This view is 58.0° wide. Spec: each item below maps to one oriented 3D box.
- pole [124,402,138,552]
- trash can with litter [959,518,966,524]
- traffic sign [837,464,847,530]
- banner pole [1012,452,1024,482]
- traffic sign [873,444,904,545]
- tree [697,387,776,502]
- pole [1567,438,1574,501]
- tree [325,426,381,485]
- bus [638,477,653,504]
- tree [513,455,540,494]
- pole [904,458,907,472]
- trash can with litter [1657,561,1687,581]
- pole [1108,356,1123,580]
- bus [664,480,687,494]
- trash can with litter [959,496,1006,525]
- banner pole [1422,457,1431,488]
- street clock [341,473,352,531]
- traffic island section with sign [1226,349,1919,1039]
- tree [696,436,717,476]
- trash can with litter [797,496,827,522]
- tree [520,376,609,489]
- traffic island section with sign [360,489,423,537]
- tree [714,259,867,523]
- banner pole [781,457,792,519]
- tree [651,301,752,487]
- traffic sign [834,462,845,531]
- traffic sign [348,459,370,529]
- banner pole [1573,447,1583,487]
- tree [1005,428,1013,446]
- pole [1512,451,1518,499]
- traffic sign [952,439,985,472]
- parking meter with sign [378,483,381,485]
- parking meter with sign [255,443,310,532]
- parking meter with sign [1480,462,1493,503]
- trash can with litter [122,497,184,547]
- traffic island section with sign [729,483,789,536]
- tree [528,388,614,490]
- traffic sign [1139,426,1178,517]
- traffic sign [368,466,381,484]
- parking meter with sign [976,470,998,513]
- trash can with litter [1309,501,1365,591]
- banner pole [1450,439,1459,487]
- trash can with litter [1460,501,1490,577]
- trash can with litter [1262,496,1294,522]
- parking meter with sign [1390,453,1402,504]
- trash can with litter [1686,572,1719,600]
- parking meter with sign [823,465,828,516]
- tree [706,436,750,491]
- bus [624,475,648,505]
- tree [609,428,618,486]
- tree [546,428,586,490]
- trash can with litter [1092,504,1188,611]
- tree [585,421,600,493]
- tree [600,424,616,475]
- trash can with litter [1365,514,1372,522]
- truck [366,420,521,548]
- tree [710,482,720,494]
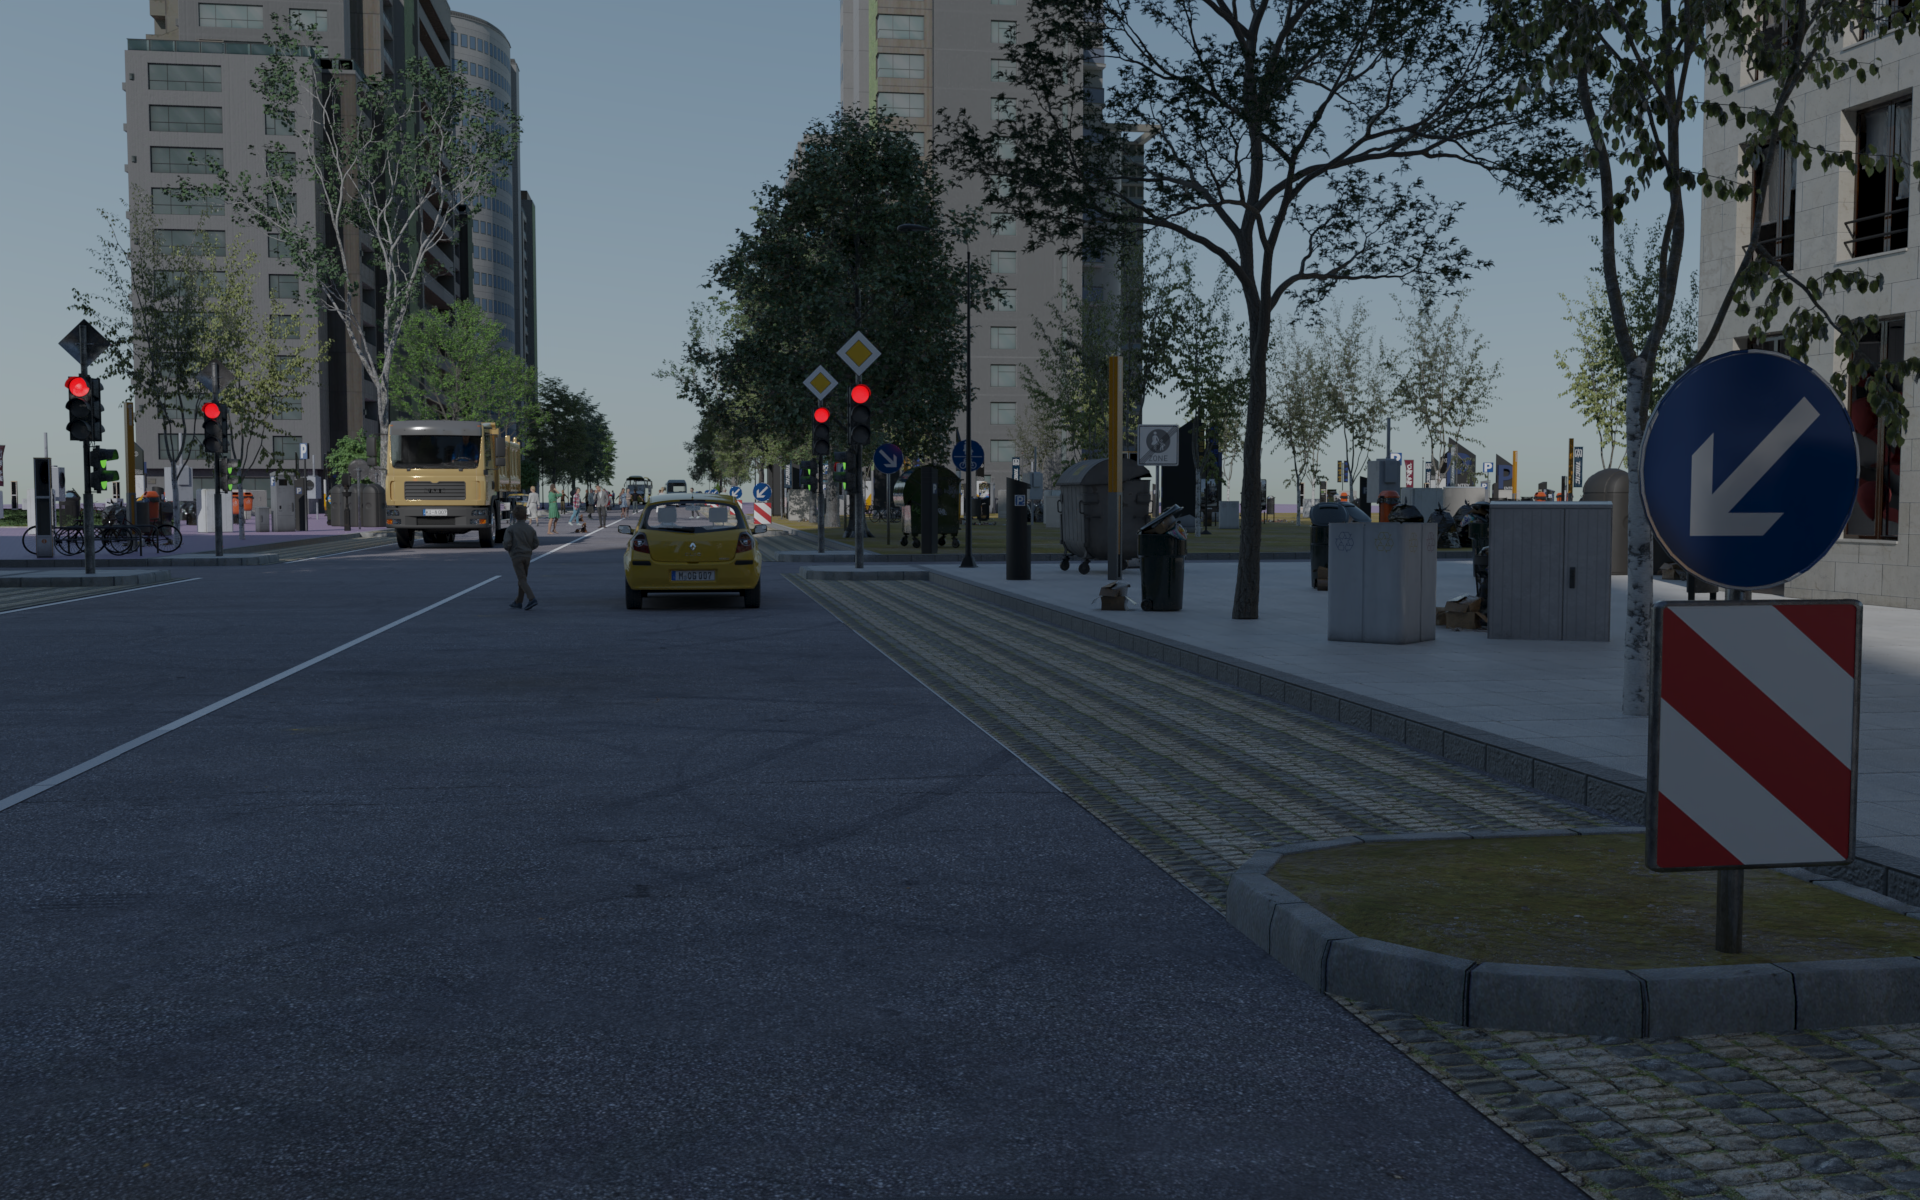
[{"bbox_3d":[-18.429,-2.730,38.481,0.158,3.312,0.155,0,3,0],"label":"pole"},{"bbox_3d":[-0.184,-3.815,73.761,1.055,1.170,0.624,2,4,32],"label":"trash can with litter"},{"bbox_3d":[-3.805,-3.399,57.709,0.606,2.300,0.079,0,4,-5],"label":"traffic sign"},{"bbox_3d":[3.504,-6.937,103.436,0.863,3.779,0.401,0,4,-7],"label":"banner pole"},{"bbox_3d":[-1.807,-2.668,43.732,0.768,2.556,0.104,0,4,0],"label":"traffic sign"},{"bbox_3d":[-13.811,-11.239,118.168,8.767,10.594,7.601,0,4,-4],"label":"tree"},{"bbox_3d":[22.284,-4.244,63.227,0.158,3.312,0.155,0,3,0],"label":"pole"},{"bbox_3d":[-28.914,-6.119,83.765,4.285,4.588,4.351,0,3,0],"label":"tree"},{"bbox_3d":[-45.576,-15.754,249.124,2.896,3.916,12.252,-1,4,-9],"label":"bus"},{"bbox_3d":[-35.899,-9.662,141.688,4.285,4.588,4.351,0,3,0],"label":"tree"},{"bbox_3d":[-2.828,-5.879,89.972,0.158,3.312,0.155,0,3,0],"label":"pole"},{"bbox_3d":[10.770,-0.872,25.639,0.624,1.170,1.055,-1,4,-20],"label":"trash can with litter"},{"bbox_3d":[2.309,-1.951,25.738,0.158,3.312,0.155,0,3,0],"label":"pole"},{"bbox_3d":[-37.332,-14.211,227.208,2.948,3.499,13.247,-1,4,-11],"label":"bus"},{"bbox_3d":[0.877,-3.705,71.635,2.233,1.210,1.678,3,4,39],"label":"trash can with litter"},{"bbox_3d":[31.536,-7.778,117.186,0.863,3.779,0.401,0,3,0],"label":"banner pole"},{"bbox_3d":[-21.288,-3.399,60.142,0.358,2.002,0.471,0,4,-6],"label":"street clock"},{"bbox_3d":[1.943,0.191,5.509,1.989,1.847,2.006,-1,4,-9],"label":"traffic island section with sign"},{"bbox_3d":[-35.847,-20.247,256.789,9.928,11.665,9.643,0,3,0],"label":"tree"},{"bbox_3d":[-6.800,-4.281,81.054,2.233,1.210,1.678,-3,5,-39],"label":"trash can with litter"},{"bbox_3d":[-38.965,-15.250,167.460,7.486,12.596,7.792,0,3,0],"label":"tree"},{"bbox_3d":[-19.032,-3.041,58.341,1.989,1.847,2.006,-1,4,-9],"label":"traffic island section with sign"},{"bbox_3d":[-6.957,-9.749,77.525,7.486,12.596,7.792,0,3,0],"label":"tree"},{"bbox_3d":[-8.872,-5.989,87.942,0.863,3.779,0.401,2,4,29],"label":"banner pole"},{"bbox_3d":[-23.856,-19.315,171.681,12.611,20.169,13.585,0,3,0],"label":"tree"},{"bbox_3d":[-3.983,-3.660,59.944,0.768,2.556,0.104,0,4,-4],"label":"traffic sign"},{"bbox_3d":[-21.757,-3.829,62.702,0.768,2.556,0.104,0,4,-4],"label":"traffic sign"},{"bbox_3d":[28.452,-5.513,80.150,0.863,3.779,0.401,-1,4,-12],"label":"banner pole"},{"bbox_3d":[5.062,-9.857,111.520,4.360,8.622,3.978,0,3,0],"label":"tree"},{"bbox_3d":[26.089,-5.359,81.471,0.158,3.312,0.155,0,3,0],"label":"pole"},{"bbox_3d":[0.185,-2.459,40.317,0.768,2.556,0.104,0,4,-3],"label":"traffic sign"},{"bbox_3d":[-35.843,-6.662,105.183,1.738,3.016,0.543,1,4,11],"label":"parking meter with sign"},{"bbox_3d":[-22.966,-3.816,58.660,0.543,3.016,1.738,3,5,44],"label":"parking meter with sign"},{"bbox_3d":[28.678,-6.016,94.618,0.543,3.016,1.738,2,4,27],"label":"parking meter with sign"},{"bbox_3d":[-20.071,-1.967,43.225,1.678,1.210,2.233,1,4,10],"label":"trash can with litter"},{"bbox_3d":[-7.026,-3.160,60.299,1.989,1.847,2.006,-1,4,-9],"label":"traffic island section with sign"},{"bbox_3d":[-46.232,-18.336,206.444,9.857,13.997,8.962,0,3,0],"label":"tree"},{"bbox_3d":[2.903,-1.429,25.487,0.606,2.300,0.079,0,4,-5],"label":"traffic sign"},{"bbox_3d":[-26.278,-4.765,78.016,0.768,2.556,0.104,0,4,-3],"label":"traffic sign"},{"bbox_3d":[1.939,-7.239,114.620,1.738,3.016,0.543,1,4,18],"label":"parking meter with sign"},{"bbox_3d":[5.031,-0.730,23.321,0.624,1.170,1.055,0,4,7],"label":"trash can with litter"},{"bbox_3d":[22.123,-5.352,77.523,0.401,3.779,0.863,3,5,41],"label":"banner pole"},{"bbox_3d":[8.286,-0.936,26.683,1.055,1.170,0.624,-2,4,-28],"label":"trash can with litter"},{"bbox_3d":[14.419,-4.185,79.484,1.678,1.210,2.233,-2,4,-29],"label":"trash can with litter"},{"bbox_3d":[18.542,-4.740,73.756,0.543,3.016,1.738,1,4,16],"label":"parking meter with sign"},{"bbox_3d":[7.461,-0.349,16.761,2.233,1.210,1.678,-3,5,-44],"label":"trash can with litter"},{"bbox_3d":[-8.149,-6.577,103.795,0.543,3.016,1.738,-1,4,-13],"label":"parking meter with sign"},{"bbox_3d":[-20.117,-12.505,154.813,4.360,8.622,3.978,0,3,0],"label":"tree"},{"bbox_3d":[-43.251,-14.705,231.965,2.896,3.916,12.252,-1,4,-8],"label":"bus"},{"bbox_3d":[-54.189,-20.770,257.709,7.486,12.596,7.792,0,3,0],"label":"tree"},{"bbox_3d":[-40.404,-13.844,176.716,4.360,8.622,3.978,0,3,0],"label":"tree"},{"bbox_3d":[1.980,-0.468,19.046,1.055,1.170,0.624,1,4,12],"label":"trash can with litter"},{"bbox_3d":[-31.923,-11.891,120.167,9.928,11.665,9.643,0,3,0],"label":"tree"},{"bbox_3d":[-50.510,-18.975,235.993,9.928,11.665,9.643,0,3,0],"label":"tree"},{"bbox_3d":[6.234,-0.934,26.654,0.624,1.170,1.055,-3,4,-39],"label":"trash can with litter"},{"bbox_3d":[-14.017,-3.198,48.211,3.469,3.379,9.791,-1,4,-9],"label":"truck"},{"bbox_3d":[-34.248,-15.296,244.687,1.663,3.219,1.824,0,3,0],"label":"tree"}]
